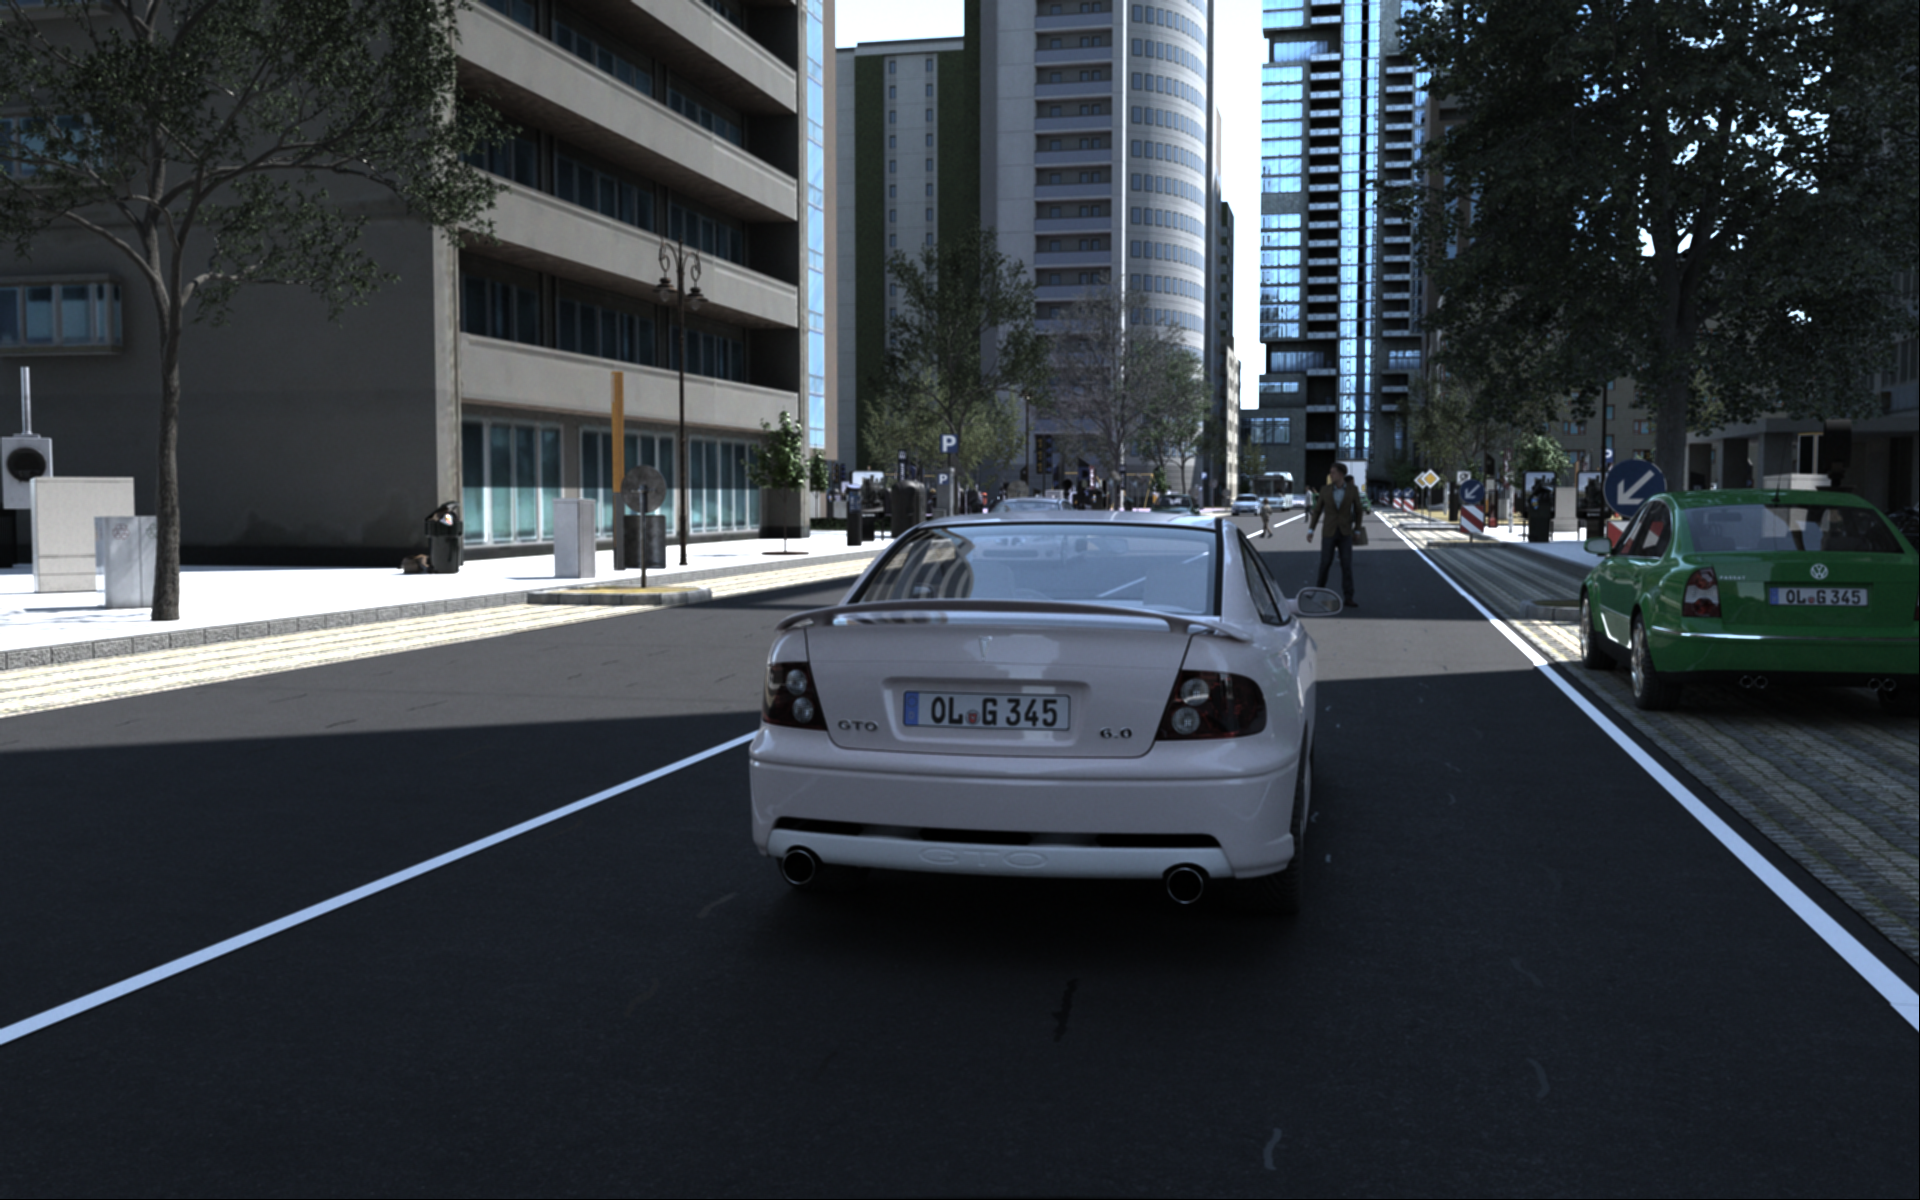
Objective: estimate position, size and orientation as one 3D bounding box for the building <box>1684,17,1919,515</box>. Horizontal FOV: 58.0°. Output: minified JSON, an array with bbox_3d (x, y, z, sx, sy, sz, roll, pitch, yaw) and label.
[{"bbox_3d":[35.219,-21.294,40.035,32.217,40.220,23.993,1,4,13],"label":"building"}]

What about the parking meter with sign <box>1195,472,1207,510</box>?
[{"bbox_3d":[19.328,-8.786,139.905,0.543,3.016,1.738,-1,4,-17],"label":"parking meter with sign"}]

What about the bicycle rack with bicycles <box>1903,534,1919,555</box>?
[{"bbox_3d":[15.053,-0.934,28.651,2.852,0.926,2.925,-1,4,-14],"label":"bicycle rack with bicycles"}]

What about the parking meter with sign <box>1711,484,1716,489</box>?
[{"bbox_3d":[54.741,-7.957,126.353,1.738,3.016,0.543,3,5,44],"label":"parking meter with sign"}]

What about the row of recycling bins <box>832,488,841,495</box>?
[{"bbox_3d":[-10.067,-9.092,155.768,1.069,1.692,3.534,3,5,40],"label":"row of recycling bins"}]

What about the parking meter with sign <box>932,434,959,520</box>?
[{"bbox_3d":[-0.448,-3.264,49.624,0.543,3.016,1.738,1,4,9],"label":"parking meter with sign"}]

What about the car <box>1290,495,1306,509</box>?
[{"bbox_3d":[32.336,-9.341,165.093,2.083,1.381,4.827,1,4,13],"label":"car"}]

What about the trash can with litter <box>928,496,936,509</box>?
[{"bbox_3d":[-1.168,-4.967,92.600,0.624,1.170,1.055,2,4,35],"label":"trash can with litter"}]

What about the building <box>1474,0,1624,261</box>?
[{"bbox_3d":[65.054,-54.375,201.701,22.319,86.520,31.000,1,4,13],"label":"building"}]

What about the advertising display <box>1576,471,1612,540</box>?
[{"bbox_3d":[17.521,-2.610,47.881,0.123,1.923,0.974,-3,5,-44],"label":"advertising display"}]

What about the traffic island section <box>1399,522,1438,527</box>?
[{"bbox_3d":[20.435,-3.317,76.512,2.009,0.180,2.903,1,4,13],"label":"traffic island section"}]

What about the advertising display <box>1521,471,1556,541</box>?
[{"bbox_3d":[15.897,-2.592,47.593,0.974,1.923,0.123,-1,4,-13],"label":"advertising display"}]

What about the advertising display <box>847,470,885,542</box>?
[{"bbox_3d":[-2.492,-2.534,46.642,0.974,1.923,0.123,-1,4,-22],"label":"advertising display"}]

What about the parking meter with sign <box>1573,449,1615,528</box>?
[{"bbox_3d":[24.186,-4.264,65.975,1.738,3.016,0.543,-3,4,-37],"label":"parking meter with sign"}]

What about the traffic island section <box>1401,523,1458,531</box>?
[{"bbox_3d":[18.657,-2.841,68.727,2.009,0.180,2.903,1,4,13],"label":"traffic island section"}]

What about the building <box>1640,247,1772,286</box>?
[{"bbox_3d":[88.747,-26.618,206.905,14.107,30.474,14.160,1,4,13],"label":"building"}]

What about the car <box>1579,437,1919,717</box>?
[{"bbox_3d":[5.644,-0.231,12.572,1.959,1.807,4.718,1,4,13],"label":"car"}]

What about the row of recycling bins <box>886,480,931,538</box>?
[{"bbox_3d":[-1.522,-2.735,51.838,1.069,1.692,3.534,0,4,1],"label":"row of recycling bins"}]

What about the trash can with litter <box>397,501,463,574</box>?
[{"bbox_3d":[-8.547,-1.009,27.879,1.055,1.170,0.624,1,4,11],"label":"trash can with litter"}]

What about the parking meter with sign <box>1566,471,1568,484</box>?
[{"bbox_3d":[47.520,-8.370,133.112,1.738,3.016,0.543,1,4,22],"label":"parking meter with sign"}]

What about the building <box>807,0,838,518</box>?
[{"bbox_3d":[-13.644,-25.507,67.148,14.200,45.320,14.600,1,4,13],"label":"building"}]

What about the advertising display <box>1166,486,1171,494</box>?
[{"bbox_3d":[15.994,-7.868,133.851,0.123,1.923,0.974,3,5,40],"label":"advertising display"}]

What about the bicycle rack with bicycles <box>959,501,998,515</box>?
[{"bbox_3d":[1.115,-4.812,92.055,2.852,0.926,2.925,0,4,-4],"label":"bicycle rack with bicycles"}]

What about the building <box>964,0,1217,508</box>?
[{"bbox_3d":[13.262,-38.367,169.305,21.231,58.520,28.212,1,4,13],"label":"building"}]

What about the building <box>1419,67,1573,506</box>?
[{"bbox_3d":[55.932,-32.523,181.858,14.600,45.320,14.200,1,4,13],"label":"building"}]

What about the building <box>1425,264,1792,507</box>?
[{"bbox_3d":[58.063,-19.266,160.039,27.650,21.520,28.899,1,4,13],"label":"building"}]

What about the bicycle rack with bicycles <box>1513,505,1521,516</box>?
[{"bbox_3d":[31.745,-5.390,101.504,2.852,0.926,2.925,0,4,1],"label":"bicycle rack with bicycles"}]

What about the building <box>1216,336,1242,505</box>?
[{"bbox_3d":[19.579,-22.698,216.147,28.899,21.520,27.650,1,4,13],"label":"building"}]

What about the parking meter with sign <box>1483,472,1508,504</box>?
[{"bbox_3d":[34.324,-7.056,111.631,1.738,3.016,0.543,2,4,25],"label":"parking meter with sign"}]

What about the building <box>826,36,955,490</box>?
[{"bbox_3d":[-8.650,-41.720,224.127,28.212,58.520,21.231,1,4,13],"label":"building"}]

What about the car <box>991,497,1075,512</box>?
[{"bbox_3d":[1.454,-1.398,35.216,2.083,1.381,4.827,1,4,12],"label":"car"}]

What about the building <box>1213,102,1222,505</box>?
[{"bbox_3d":[21.117,-33.024,190.058,14.600,45.320,14.200,1,4,13],"label":"building"}]

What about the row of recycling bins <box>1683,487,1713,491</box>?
[{"bbox_3d":[39.745,-5.279,93.422,1.069,1.692,3.534,3,5,45],"label":"row of recycling bins"}]

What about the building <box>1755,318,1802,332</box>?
[{"bbox_3d":[108.091,-21.423,195.307,28.899,21.520,27.650,1,4,13],"label":"building"}]

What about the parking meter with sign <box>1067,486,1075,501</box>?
[{"bbox_3d":[9.919,-9.679,154.513,1.738,3.016,0.543,1,4,18],"label":"parking meter with sign"}]

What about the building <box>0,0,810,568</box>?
[{"bbox_3d":[-17.086,-25.531,41.141,21.300,48.544,21.600,1,4,13],"label":"building"}]

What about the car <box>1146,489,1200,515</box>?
[{"bbox_3d":[8.234,-3.474,66.580,2.009,1.686,4.222,1,4,13],"label":"car"}]

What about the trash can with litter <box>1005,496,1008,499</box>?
[{"bbox_3d":[4.334,-8.666,153.075,1.055,1.170,0.624,-3,5,-41],"label":"trash can with litter"}]

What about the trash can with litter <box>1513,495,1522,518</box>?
[{"bbox_3d":[30.166,-4.955,92.073,2.233,1.210,1.678,1,4,18],"label":"trash can with litter"}]

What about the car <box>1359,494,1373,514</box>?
[{"bbox_3d":[28.256,-6.812,123.172,2.131,1.459,4.920,1,4,14],"label":"car"}]

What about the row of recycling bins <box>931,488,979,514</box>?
[{"bbox_3d":[-0.540,-6.311,110.290,3.534,1.692,1.069,0,4,8],"label":"row of recycling bins"}]

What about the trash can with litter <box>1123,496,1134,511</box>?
[{"bbox_3d":[9.655,-5.239,97.046,1.055,1.170,0.624,3,5,41],"label":"trash can with litter"}]

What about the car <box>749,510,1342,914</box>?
[{"bbox_3d":[0.572,0.301,7.433,2.083,1.381,4.827,1,4,12],"label":"car"}]

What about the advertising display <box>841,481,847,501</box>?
[{"bbox_3d":[-5.337,-4.783,83.409,0.974,1.923,0.123,2,4,35],"label":"advertising display"}]

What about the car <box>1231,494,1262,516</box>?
[{"bbox_3d":[19.084,-6.311,115.193,2.014,1.417,4.499,1,4,14],"label":"car"}]
